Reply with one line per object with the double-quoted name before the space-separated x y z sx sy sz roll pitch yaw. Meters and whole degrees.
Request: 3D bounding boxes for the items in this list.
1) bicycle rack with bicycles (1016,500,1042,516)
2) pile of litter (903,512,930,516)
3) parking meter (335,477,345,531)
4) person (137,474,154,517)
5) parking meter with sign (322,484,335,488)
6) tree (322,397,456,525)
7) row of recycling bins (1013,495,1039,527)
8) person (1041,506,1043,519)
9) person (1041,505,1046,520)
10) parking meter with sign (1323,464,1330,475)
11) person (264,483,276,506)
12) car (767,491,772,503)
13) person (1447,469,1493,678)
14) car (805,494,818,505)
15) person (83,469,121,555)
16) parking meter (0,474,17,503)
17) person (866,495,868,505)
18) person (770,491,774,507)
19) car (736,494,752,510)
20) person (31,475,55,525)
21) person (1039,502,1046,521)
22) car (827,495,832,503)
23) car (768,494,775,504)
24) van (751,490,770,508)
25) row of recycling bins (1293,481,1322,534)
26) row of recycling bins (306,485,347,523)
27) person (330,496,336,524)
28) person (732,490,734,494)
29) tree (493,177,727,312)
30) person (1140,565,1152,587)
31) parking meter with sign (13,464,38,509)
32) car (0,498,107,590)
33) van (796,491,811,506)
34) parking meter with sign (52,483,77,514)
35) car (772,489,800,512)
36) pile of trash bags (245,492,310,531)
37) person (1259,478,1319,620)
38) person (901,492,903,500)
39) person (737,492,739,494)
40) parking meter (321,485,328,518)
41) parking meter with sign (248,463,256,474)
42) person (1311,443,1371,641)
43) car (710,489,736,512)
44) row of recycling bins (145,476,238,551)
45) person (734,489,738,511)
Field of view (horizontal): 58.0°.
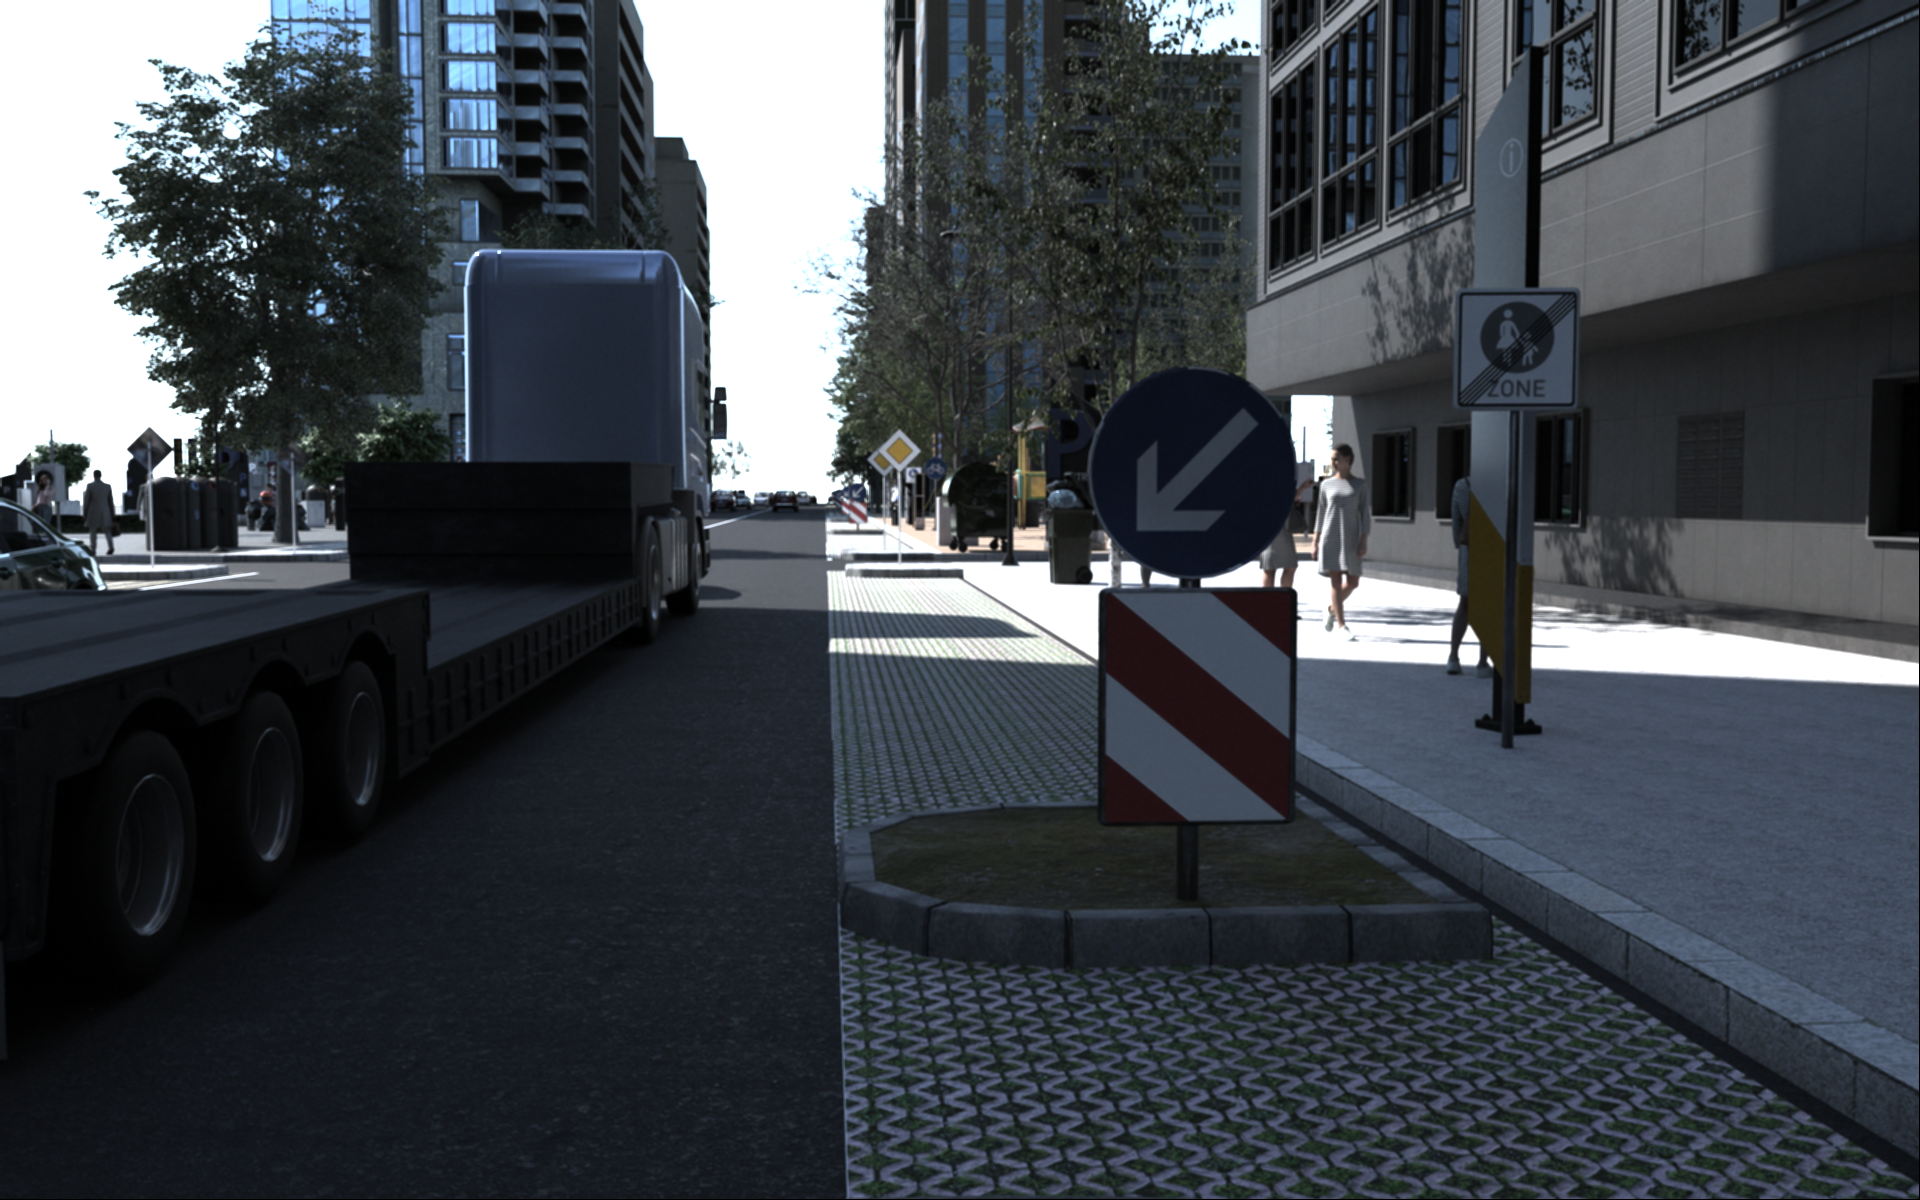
"bicycle rack with bicycles" 3.532 -5.245 99.139 2.925 0.926 2.852 -2 4 -30
"pile of litter" -2.566 -5.483 103.619 1.719 0.858 1.176 2 4 29
"parking meter" -21.766 -3.370 60.807 0.255 1.863 0.399 0 4 -6
"person" -21.012 -2.380 45.072 0.709 1.813 0.853 -2 4 -33
"parking meter with sign" -29.485 -5.245 82.013 0.543 3.016 1.738 2 4 32
"tree" -18.083 -4.434 56.204 4.285 4.588 4.351 0 3 0
"row of recycling bins" 1.323 -3.658 66.923 3.534 1.692 1.069 -1 4 -18
"person" 4.139 -4.983 88.520 0.512 1.701 0.522 -1 4 -10
"person" 4.325 -4.882 85.893 0.654 1.822 0.581 0 4 6
"parking meter with sign" 21.957 -6.398 100.872 0.543 3.016 1.738 -2 4 -35
"person" -26.909 -3.711 67.557 0.563 1.720 0.643 0 4 2
"car" -25.055 -13.145 223.591 2.281 1.827 5.304 0 4 -3
"person" 3.656 -0.311 12.132 0.512 1.701 0.522 2 4 27
"car" -20.408 -13.903 237.092 2.009 1.686 4.222 0 4 -5
"person" -18.242 -1.870 36.720 0.767 1.812 0.694 3 5 43
"parking meter" -27.246 -2.685 49.608 0.399 1.863 0.255 0 4 -5
"person" -11.429 -12.298 210.309 0.628 1.438 0.799 3 5 44
"person" -21.704 -11.642 199.559 0.721 1.743 1.217 2 4 32
"car" -20.373 -9.131 161.085 2.131 1.459 4.920 0 4 -4
"person" -22.637 -2.218 42.891 0.593 1.750 0.643 1 4 14
"person" 3.820 -4.711 83.258 0.709 1.800 0.728 3 5 44
"car" -19.344 -15.398 264.333 1.945 1.354 3.894 0 4 -4
"car" -25.147 -13.531 230.278 2.155 1.783 4.494 0 4 -4
"van" -20.969 -10.711 182.128 2.013 2.044 4.112 0 4 -6
"row of recycling bins" 10.654 -3.033 56.694 1.069 1.692 3.534 -3 5 -40
"row of recycling bins" -27.481 -4.319 77.725 3.534 1.692 1.069 -2 4 -26
"person" -27.297 -3.935 75.395 0.505 1.210 0.382 2 4 29
"person" -24.353 -10.867 186.118 0.705 1.831 1.348 3 4 37
"tree" -20.691 -15.113 102.985 12.611 20.169 13.585 0 3 0
"person" 2.394 -0.908 21.071 0.537 1.800 0.526 -3 4 -38
"parking meter with sign" -53.335 -6.318 99.556 1.738 3.016 0.543 -3 5 -40
"car" -8.066 -0.072 12.970 2.131 1.459 4.920 0 4 -6
"van" -19.044 -12.379 209.414 2.013 2.044 4.112 0 4 -4
"parking meter with sign" -48.436 -5.935 93.299 0.543 3.016 1.738 3 4 37
"car" -14.216 -8.103 141.163 2.281 1.827 5.304 0 4 -4
"pile of trash bags" -24.346 -3.161 61.442 1.912 1.369 3.447 -2 4 -33
"person" 3.376 -0.695 17.761 0.532 1.782 0.716 -1 4 -14
"person" -3.864 -6.071 105.294 0.794 1.824 0.713 -1 4 -17
"person" -27.960 -12.722 216.377 0.599 1.838 0.709 1 4 20
"parking meter" -33.429 -5.220 91.063 0.399 1.863 0.255 1 4 22
"parking meter with sign" -39.956 -6.128 96.452 1.738 3.016 0.543 2 4 30
"person" 3.362 -0.526 15.400 0.466 1.731 0.760 -1 4 -13
"car" -19.413 -8.131 141.612 2.281 1.827 5.304 0 4 -5
"row of recycling bins" -18.064 -2.053 40.685 1.069 1.692 3.534 0 4 1
"person" -18.897 -8.418 146.145 0.705 1.823 1.348 -1 4 -9
